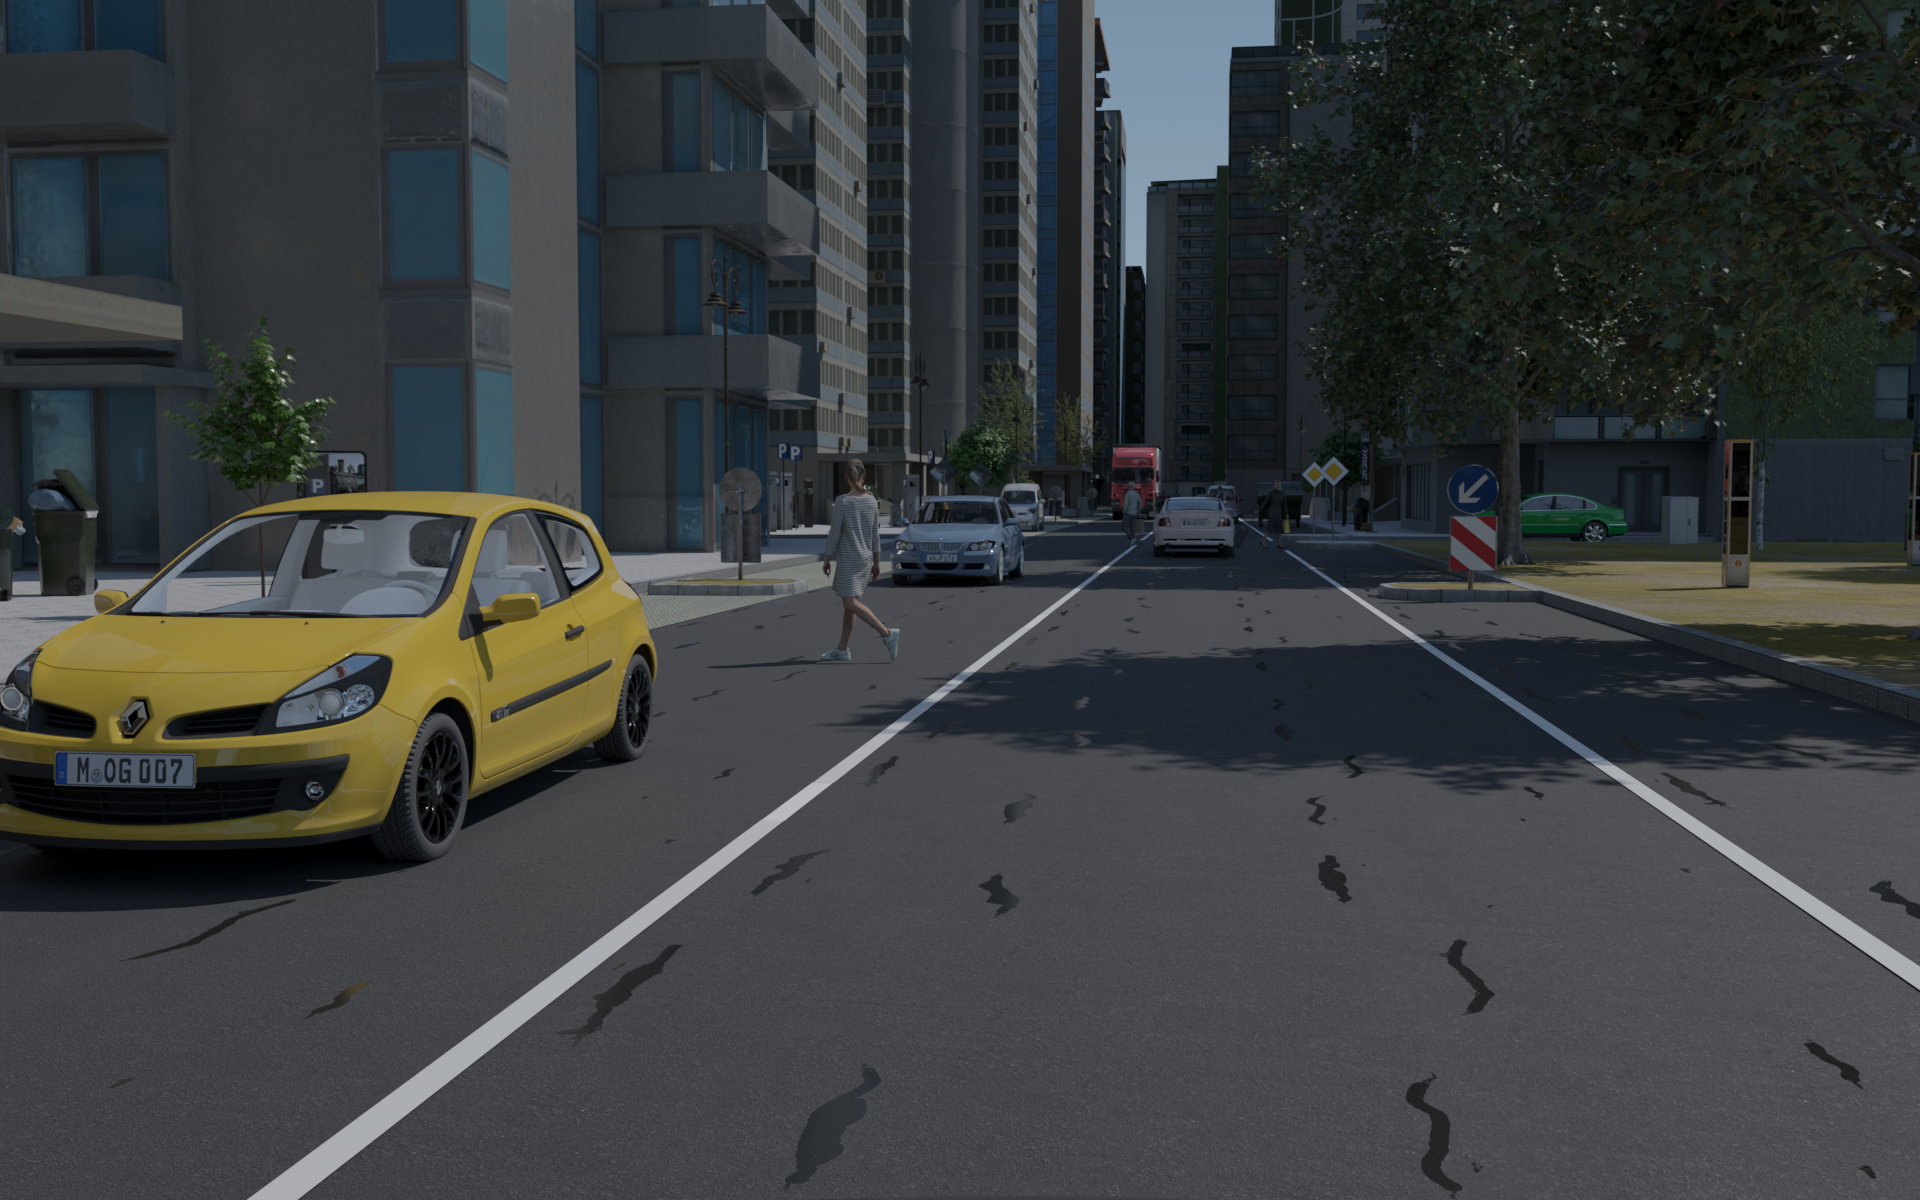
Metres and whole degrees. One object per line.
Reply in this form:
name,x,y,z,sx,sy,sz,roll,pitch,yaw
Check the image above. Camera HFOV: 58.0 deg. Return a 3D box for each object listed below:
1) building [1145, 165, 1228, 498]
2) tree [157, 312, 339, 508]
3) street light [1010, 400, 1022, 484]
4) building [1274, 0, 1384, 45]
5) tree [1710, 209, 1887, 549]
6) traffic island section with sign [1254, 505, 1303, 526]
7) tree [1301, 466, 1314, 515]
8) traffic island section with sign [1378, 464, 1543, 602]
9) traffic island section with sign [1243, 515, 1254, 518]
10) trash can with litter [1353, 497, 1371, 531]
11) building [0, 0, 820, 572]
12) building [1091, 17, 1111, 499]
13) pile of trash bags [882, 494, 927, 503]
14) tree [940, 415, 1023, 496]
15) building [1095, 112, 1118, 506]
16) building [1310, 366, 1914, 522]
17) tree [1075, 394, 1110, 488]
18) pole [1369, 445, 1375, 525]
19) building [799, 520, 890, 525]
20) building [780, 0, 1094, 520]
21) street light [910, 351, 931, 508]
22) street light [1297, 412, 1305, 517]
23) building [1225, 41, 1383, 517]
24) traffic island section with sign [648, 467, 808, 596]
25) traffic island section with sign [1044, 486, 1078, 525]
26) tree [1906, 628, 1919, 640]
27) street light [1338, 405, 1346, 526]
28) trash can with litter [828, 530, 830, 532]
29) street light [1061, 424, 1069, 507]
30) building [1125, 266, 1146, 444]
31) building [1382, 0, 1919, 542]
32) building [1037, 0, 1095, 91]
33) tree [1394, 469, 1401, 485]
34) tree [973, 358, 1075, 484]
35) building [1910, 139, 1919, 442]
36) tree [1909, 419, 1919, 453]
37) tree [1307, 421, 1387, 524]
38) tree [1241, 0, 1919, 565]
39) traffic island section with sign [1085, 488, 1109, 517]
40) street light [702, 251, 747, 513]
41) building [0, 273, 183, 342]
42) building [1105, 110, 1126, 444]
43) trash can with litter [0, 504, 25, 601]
building,30.430,-32.703,218.290,14.086,41.232,14.154,0,4,8
tree,-7.404,-1.461,18.486,1.663,3.219,1.824,0,3,0
street light,2.780,-6.888,85.414,0.468,5.910,1.993,0,4,8
building,42.913,-46.017,190.623,20.563,71.187,20.611,0,4,8
tree,18.833,-5.486,40.056,4.737,8.622,4.395,0,3,0
traffic island section with sign,14.582,-4.308,79.062,1.989,1.847,2.006,0,4,8
tree,21.154,-6.705,104.221,1.663,3.219,1.824,0,3,0
traffic island section with sign,6.863,-0.938,23.966,1.989,1.847,2.006,0,4,8
traffic island section with sign,18.395,-5.967,106.187,1.989,1.847,2.006,0,4,8
trash can with litter,14.003,-2.968,59.906,0.624,1.170,1.055,-1,4,-10
building,-19.143,-25.610,38.333,30.456,49.044,23.786,0,4,8
building,2.346,-30.877,159.455,22.147,44.769,28.867,0,4,8
pile of trash bags,-2.960,-5.296,96.345,3.447,1.369,1.912,-1,4,-19
tree,0.988,-5.718,77.207,4.285,4.588,4.351,0,3,0
building,9.018,-30.436,181.225,14.154,41.232,14.086,0,4,8
building,34.388,-24.092,85.788,32.217,40.220,23.993,0,4,8
tree,8.481,-10.723,125.675,4.737,8.622,4.395,0,3,0
pole,17.148,-4.786,72.089,0.158,3.312,0.155,0,3,0
building,-17.444,-23.676,78.979,32.217,40.220,23.993,0,4,8
building,-7.939,-25.567,109.896,32.217,40.220,23.993,0,4,8
street light,-1.277,-5.089,55.991,0.468,5.910,1.993,0,4,8
street light,19.281,-7.656,97.961,0.468,5.910,1.993,0,4,8
building,24.785,-20.987,114.833,14.160,30.474,14.107,0,4,8
traffic island section with sign,-3.283,-1.011,25.162,1.989,1.847,2.006,0,4,8
traffic island section with sign,4.493,-4.405,80.657,1.989,1.847,2.006,0,4,8
tree,9.033,-5.983,14.825,9.611,12.733,9.660,0,3,0
street light,15.220,-5.856,68.539,0.468,5.910,1.993,0,4,8
trash can with litter,-3.645,-2.908,58.607,1.678,1.210,2.233,-1,4,-12
street light,7.011,-8.702,115.067,0.468,5.910,1.993,0,4,8
building,16.474,-27.455,220.596,14.107,30.474,14.160,0,4,8
building,21.646,-22.820,56.703,14.086,41.232,14.154,0,4,8
building,3.267,-29.816,137.607,14.600,45.320,14.200,0,4,8
tree,18.090,-4.494,68.083,1.663,3.219,1.824,0,3,0
tree,2.769,-8.696,92.549,4.737,8.622,4.395,0,3,0
building,51.477,-28.902,61.781,27.495,52.752,28.713,0,4,8
tree,34.961,-5.011,65.642,4.285,4.588,4.351,0,3,0
tree,16.842,-5.602,75.311,4.285,4.588,4.351,0,3,0
tree,10.034,-7.005,31.542,9.611,12.733,9.660,0,3,0
traffic island section with sign,8.272,-6.057,107.654,1.989,1.847,2.006,0,4,8
street light,-4.471,-3.691,33.133,0.468,5.910,1.993,0,4,8
building,-22.748,-25.361,3.884,28.713,52.752,27.495,0,4,8
building,11.577,-33.579,199.124,14.200,45.320,14.600,0,4,8
trash can with litter,-11.489,-0.560,20.546,0.624,1.170,1.055,-1,4,-22
